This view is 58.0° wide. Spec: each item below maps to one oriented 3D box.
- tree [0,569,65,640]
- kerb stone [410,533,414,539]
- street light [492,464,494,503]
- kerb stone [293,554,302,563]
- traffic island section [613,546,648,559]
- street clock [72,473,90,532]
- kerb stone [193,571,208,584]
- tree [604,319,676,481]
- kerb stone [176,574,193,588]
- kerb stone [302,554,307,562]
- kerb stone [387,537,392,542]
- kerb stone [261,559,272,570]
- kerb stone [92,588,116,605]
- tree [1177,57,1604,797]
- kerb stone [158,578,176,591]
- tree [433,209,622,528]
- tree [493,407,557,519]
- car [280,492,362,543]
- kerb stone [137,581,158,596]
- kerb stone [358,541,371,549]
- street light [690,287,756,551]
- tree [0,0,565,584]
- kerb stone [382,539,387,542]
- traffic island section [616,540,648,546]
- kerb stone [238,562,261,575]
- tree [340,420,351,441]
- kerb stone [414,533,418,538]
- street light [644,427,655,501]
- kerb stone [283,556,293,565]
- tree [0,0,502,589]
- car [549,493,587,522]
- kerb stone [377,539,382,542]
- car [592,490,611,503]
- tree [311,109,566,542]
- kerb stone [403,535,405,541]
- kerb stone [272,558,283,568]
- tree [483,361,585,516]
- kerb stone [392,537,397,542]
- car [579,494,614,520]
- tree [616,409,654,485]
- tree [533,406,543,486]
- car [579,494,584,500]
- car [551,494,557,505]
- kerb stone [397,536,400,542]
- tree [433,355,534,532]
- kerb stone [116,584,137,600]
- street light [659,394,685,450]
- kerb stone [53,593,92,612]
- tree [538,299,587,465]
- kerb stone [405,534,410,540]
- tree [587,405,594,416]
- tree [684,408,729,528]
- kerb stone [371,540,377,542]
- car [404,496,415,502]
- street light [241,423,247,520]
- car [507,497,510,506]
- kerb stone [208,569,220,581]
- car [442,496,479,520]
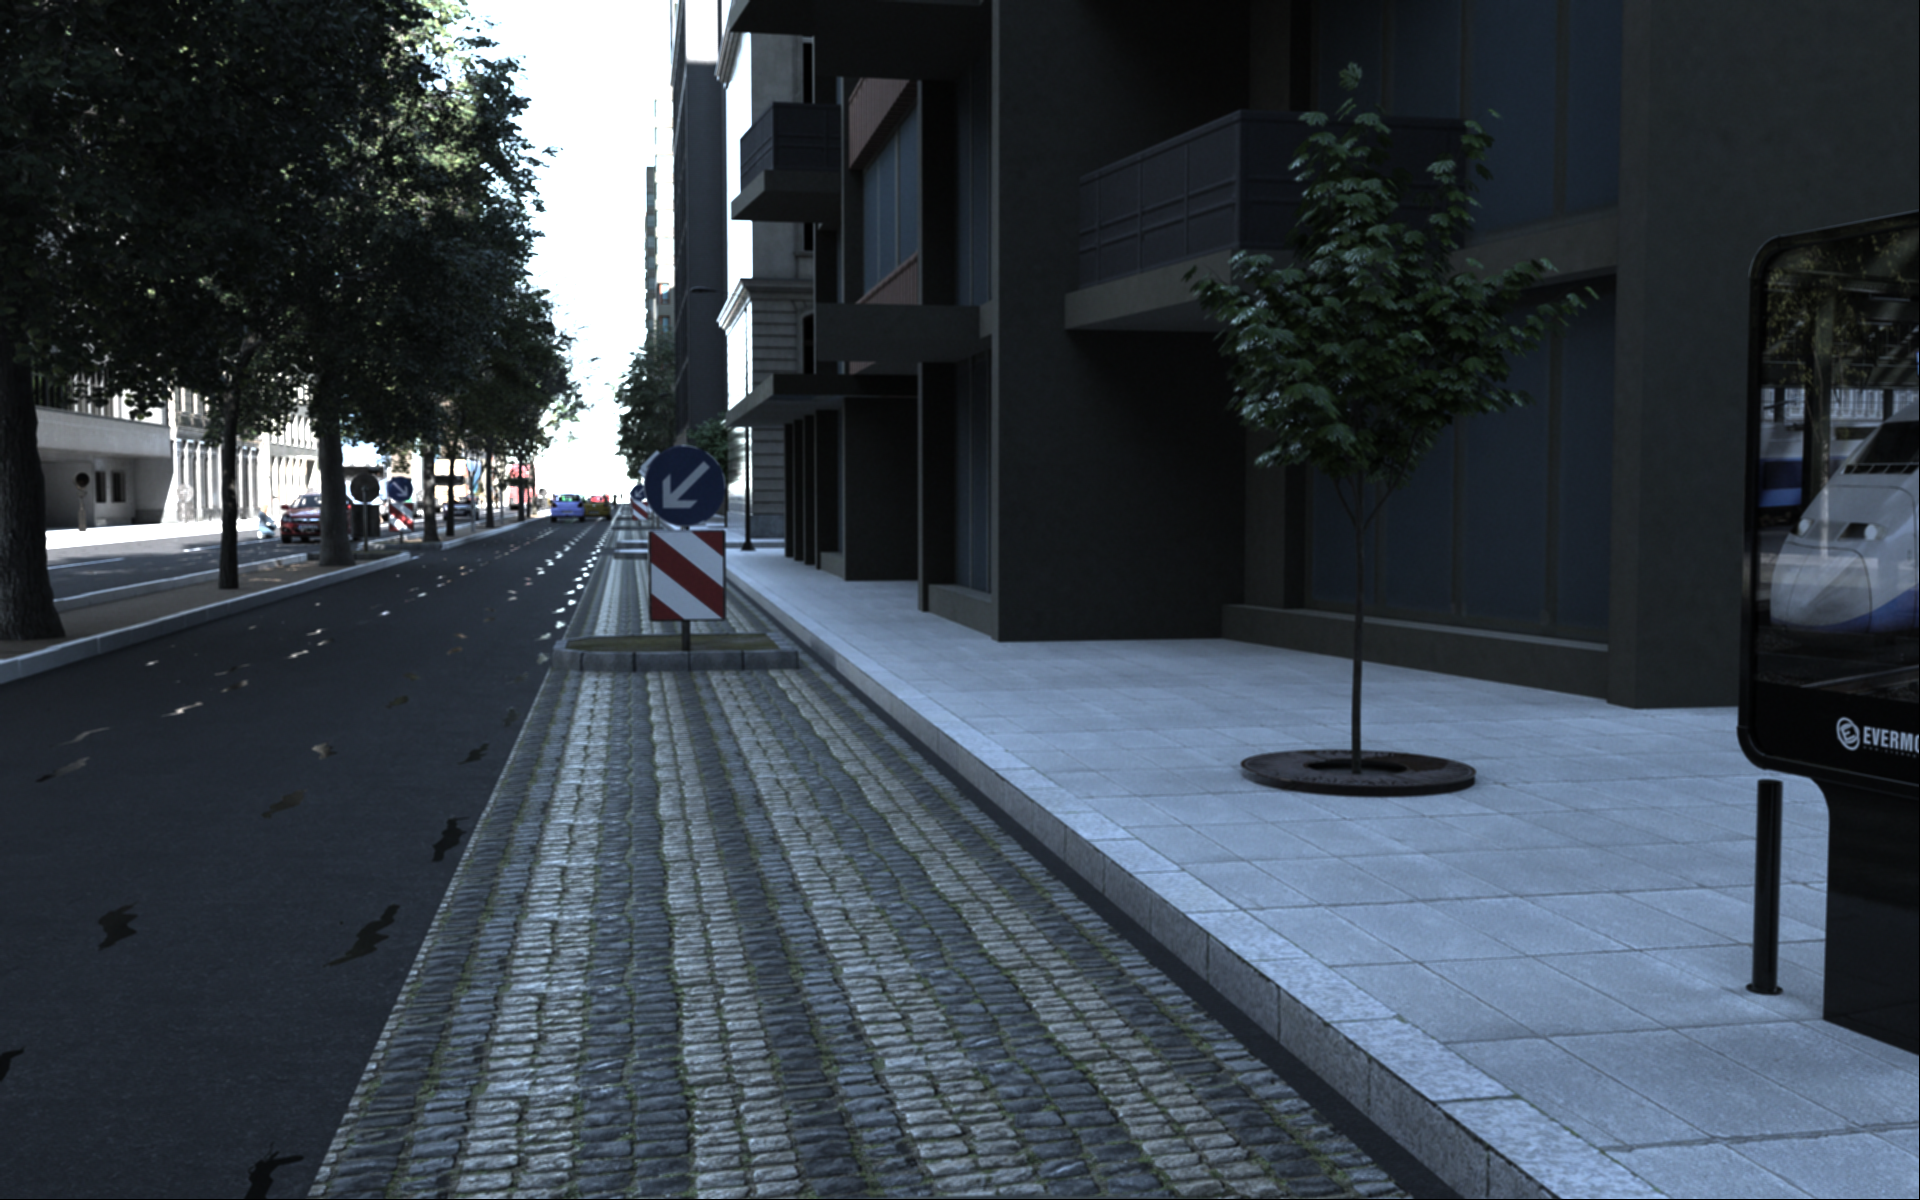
[{"bbox_3d":[-9.232,-6.576,16.626,9.857,13.997,8.962,0,3,0],"label":"tree"},{"bbox_3d":[-17.346,-1.967,54.356,0.120,0.150,1.000,-1,4,-11],"label":"kerb stone"},{"bbox_3d":[-64.388,-16.410,240.845,1.470,5.913,1.316,-1,4,-11],"label":"street light"},{"bbox_3d":[-13.776,-0.826,35.702,0.120,0.150,1.000,-1,4,-11],"label":"kerb stone"},{"bbox_3d":[-6.799,-1.031,39.141,2.009,0.180,2.903,-1,4,-11],"label":"traffic island section"},{"bbox_3d":[-29.592,-3.289,58.350,0.358,2.002,0.471,3,4,37],"label":"street clock"},{"bbox_3d":[-12.223,-0.333,27.642,0.120,0.150,1.000,-1,4,-11],"label":"kerb stone"},{"bbox_3d":[-21.550,-13.535,127.954,9.857,13.997,8.962,0,3,0],"label":"tree"},{"bbox_3d":[-12.024,-0.264,26.640,0.120,0.150,1.000,-1,4,-11],"label":"kerb stone"},{"bbox_3d":[-13.961,-0.888,36.711,0.120,0.150,1.000,-1,4,-11],"label":"kerb stone"},{"bbox_3d":[-16.378,-1.656,49.320,0.120,0.150,1.000,-1,4,-11],"label":"kerb stone"},{"bbox_3d":[-13.189,-0.641,32.671,0.120,0.150,1.000,-1,4,-11],"label":"kerb stone"},{"bbox_3d":[-11.261,-0.025,22.606,0.120,0.150,1.000,-1,4,-11],"label":"kerb stone"},{"bbox_3d":[1.723,-0.811,7.863,1.663,3.219,1.824,0,3,0],"label":"tree"},{"bbox_3d":[-11.838,-0.209,25.634,0.120,0.150,1.000,-1,4,-11],"label":"kerb stone"},{"bbox_3d":[-19.673,-9.735,71.990,12.009,13.543,11.850,0,3,0],"label":"tree"},{"bbox_3d":[-24.662,-8.849,97.507,4.737,8.622,4.395,0,3,0],"label":"tree"},{"bbox_3d":[-19.227,-2.639,52.184,2.155,1.783,4.494,-1,4,-10],"label":"car"},{"bbox_3d":[-11.643,-0.148,24.621,0.120,0.150,1.000,-1,4,-11],"label":"kerb stone"},{"bbox_3d":[-15.612,-1.412,45.290,0.120,0.150,1.000,-1,4,-11],"label":"kerb stone"},{"bbox_3d":[-5.353,-4.072,39.122,1.470,5.913,1.316,-1,4,-11],"label":"street light"},{"bbox_3d":[-12.384,-7.636,33.968,9.857,13.997,8.962,0,3,0],"label":"tree"},{"bbox_3d":[-16.184,-1.597,48.309,0.120,0.150,1.000,-1,4,-11],"label":"kerb stone"},{"bbox_3d":[-8.303,-1.511,46.984,2.009,0.180,2.903,-1,4,-11],"label":"traffic island section"},{"bbox_3d":[-12.998,-0.579,31.663,0.120,0.150,1.000,-1,4,-11],"label":"kerb stone"},{"bbox_3d":[-41.857,-9.996,113.789,4.737,8.622,4.395,0,3,0],"label":"tree"},{"bbox_3d":[-17.534,-2.026,55.367,0.120,0.150,1.000,-1,4,-11],"label":"kerb stone"},{"bbox_3d":[-21.171,-9.075,120.923,1.470,5.913,1.316,-1,4,-11],"label":"street light"},{"bbox_3d":[-13.580,-0.761,34.694,0.120,0.150,1.000,-1,4,-11],"label":"kerb stone"},{"bbox_3d":[-10.952,-5.413,25.373,8.767,10.594,7.601,-1,4,-11],"label":"tree"},{"bbox_3d":[-20.349,-4.912,89.900,1.945,1.707,3.694,-1,4,-12],"label":"car"},{"bbox_3d":[-15.996,-1.531,47.305,0.120,0.150,1.000,-1,4,-11],"label":"kerb stone"},{"bbox_3d":[-37.270,-10.439,179.343,2.281,1.827,5.304,-1,4,-12],"label":"car"},{"bbox_3d":[-15.465,-7.943,50.456,7.486,12.596,7.792,0,3,0],"label":"tree"},{"bbox_3d":[-16.961,-1.844,52.339,0.120,0.150,1.000,-1,4,-11],"label":"kerb stone"},{"bbox_3d":[-13.387,-0.703,33.690,0.120,0.150,1.000,-1,4,-11],"label":"kerb stone"},{"bbox_3d":[-28.274,-11.384,114.333,9.928,11.665,9.643,0,3,0],"label":"tree"},{"bbox_3d":[-16.571,-1.717,50.324,0.120,0.150,1.000,-1,4,-11],"label":"kerb stone"},{"bbox_3d":[-20.261,-5.257,96.179,2.015,1.641,3.980,-1,4,-10],"label":"car"},{"bbox_3d":[-35.510,-17.520,203.464,9.611,12.733,9.660,0,3,0],"label":"tree"},{"bbox_3d":[-21.297,-7.794,80.248,4.360,8.622,3.978,0,3,0],"label":"tree"},{"bbox_3d":[-25.227,-6.390,113.271,1.959,1.807,4.718,-1,4,-10],"label":"car"},{"bbox_3d":[-51.933,-13.099,223.754,1.945,1.707,3.694,-1,4,-11],"label":"car"},{"bbox_3d":[-16.769,-1.782,51.332,0.120,0.150,1.000,-1,4,-11],"label":"kerb stone"},{"bbox_3d":[-18.073,-6.802,64.025,4.360,8.622,3.978,0,3,0],"label":"tree"},{"bbox_3d":[-11.454,-0.086,23.610,0.120,0.150,1.000,-1,4,-11],"label":"kerb stone"},{"bbox_3d":[-13.198,-6.588,80.263,1.470,5.913,1.316,-1,4,-11],"label":"street light"},{"bbox_3d":[-11.074,0.048,21.601,0.120,0.150,1.000,-1,4,-11],"label":"kerb stone"},{"bbox_3d":[-17.215,-7.406,57.950,8.767,10.594,7.601,-1,4,-11],"label":"tree"},{"bbox_3d":[-17.152,-1.905,53.353,0.120,0.150,1.000,-1,4,-11],"label":"kerb stone"},{"bbox_3d":[-26.384,-10.302,105.310,8.767,10.594,7.601,-1,4,-11],"label":"tree"},{"bbox_3d":[-9.068,-5.057,66.398,4.285,4.588,4.351,0,3,0],"label":"tree"},{"bbox_3d":[-15.801,-1.465,46.298,0.120,0.150,1.000,-1,4,-11],"label":"kerb stone"},{"bbox_3d":[-40.867,-7.212,126.704,1.959,1.807,4.718,-1,4,-13],"label":"car"},{"bbox_3d":[-34.338,-6.833,84.266,1.470,5.913,1.316,-1,4,-11],"label":"street light"},{"bbox_3d":[-53.397,-12.209,208.653,2.155,1.783,4.494,-1,4,-11],"label":"car"},{"bbox_3d":[-12.411,-0.395,28.647,0.120,0.150,1.000,-1,4,-11],"label":"kerb stone"},{"bbox_3d":[-27.530,-5.077,95.584,1.945,1.354,3.894,-1,4,-12],"label":"car"}]
